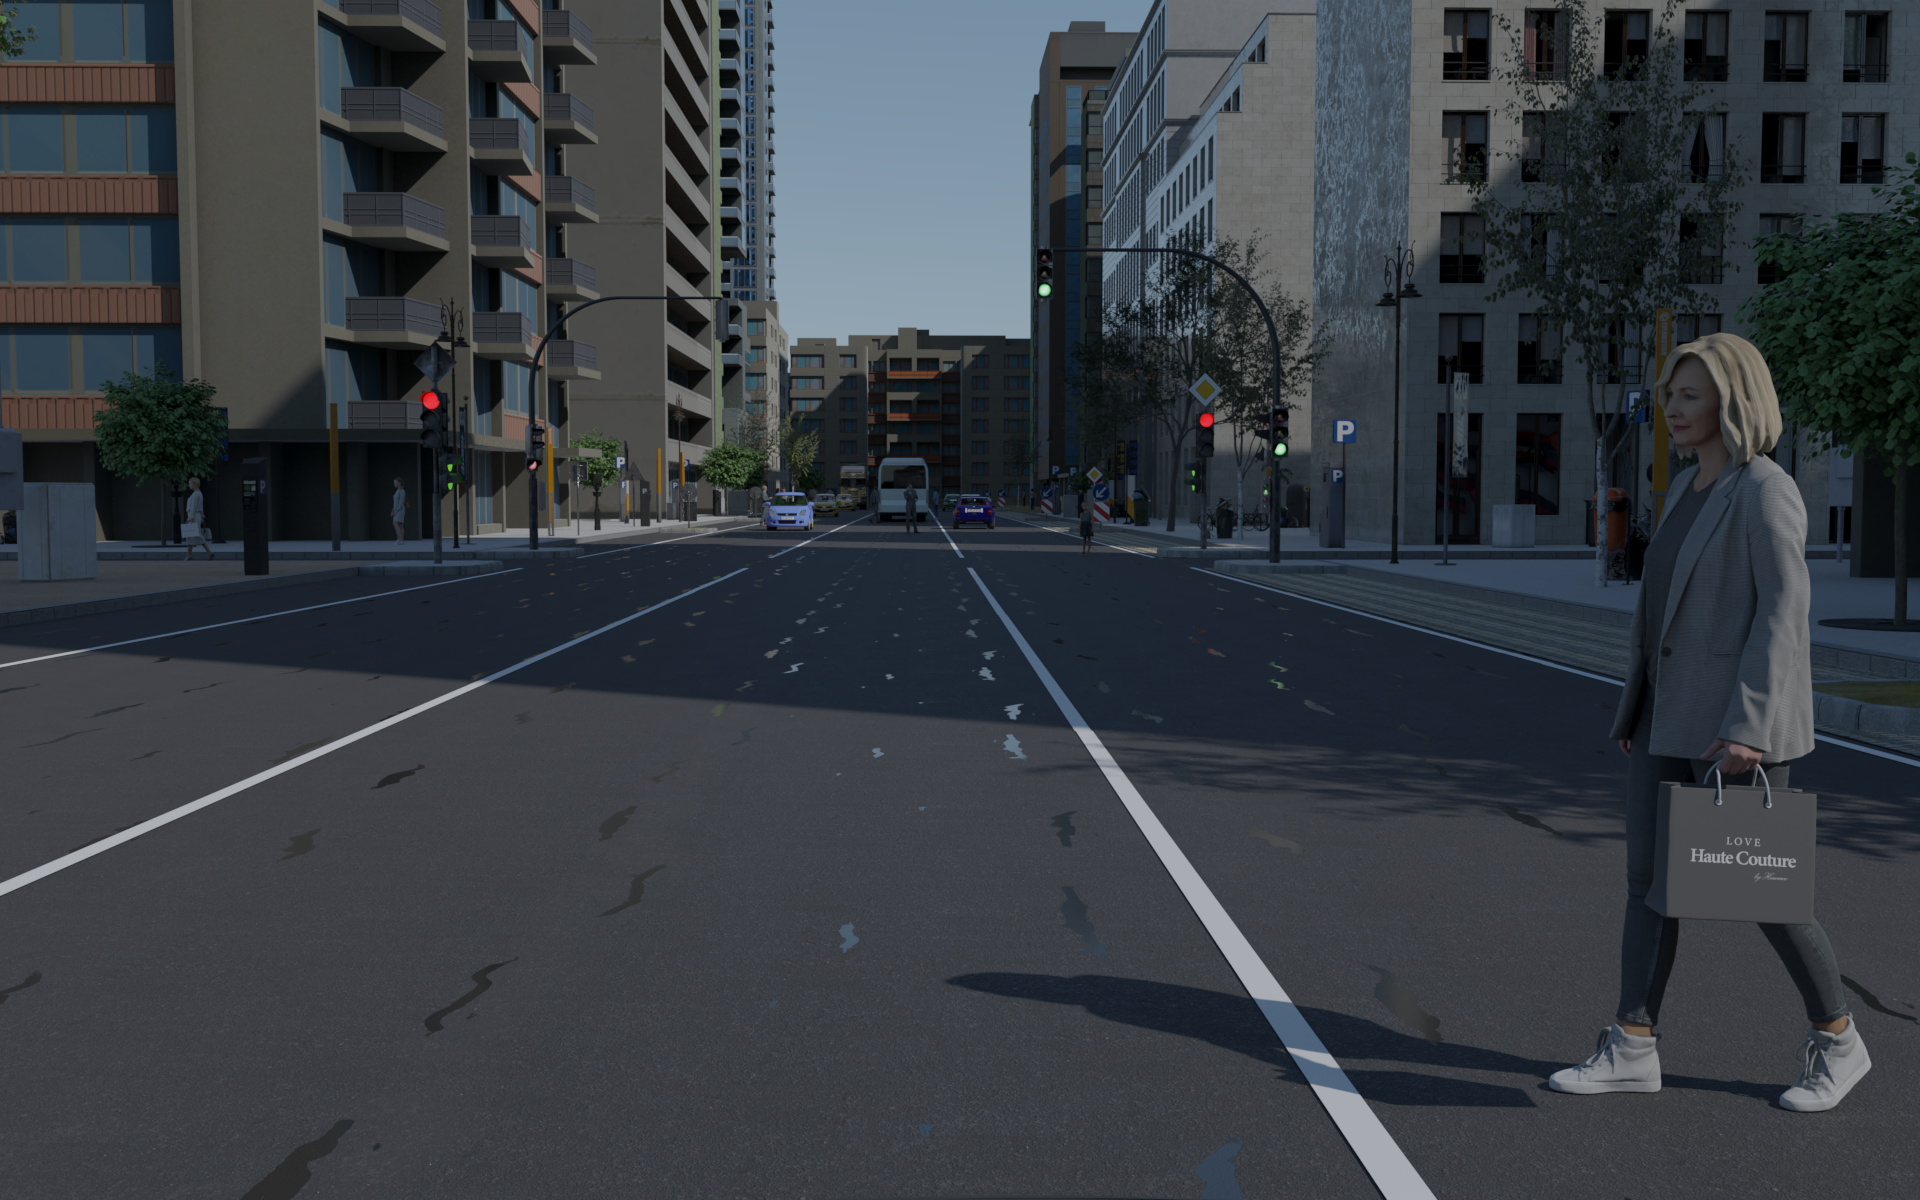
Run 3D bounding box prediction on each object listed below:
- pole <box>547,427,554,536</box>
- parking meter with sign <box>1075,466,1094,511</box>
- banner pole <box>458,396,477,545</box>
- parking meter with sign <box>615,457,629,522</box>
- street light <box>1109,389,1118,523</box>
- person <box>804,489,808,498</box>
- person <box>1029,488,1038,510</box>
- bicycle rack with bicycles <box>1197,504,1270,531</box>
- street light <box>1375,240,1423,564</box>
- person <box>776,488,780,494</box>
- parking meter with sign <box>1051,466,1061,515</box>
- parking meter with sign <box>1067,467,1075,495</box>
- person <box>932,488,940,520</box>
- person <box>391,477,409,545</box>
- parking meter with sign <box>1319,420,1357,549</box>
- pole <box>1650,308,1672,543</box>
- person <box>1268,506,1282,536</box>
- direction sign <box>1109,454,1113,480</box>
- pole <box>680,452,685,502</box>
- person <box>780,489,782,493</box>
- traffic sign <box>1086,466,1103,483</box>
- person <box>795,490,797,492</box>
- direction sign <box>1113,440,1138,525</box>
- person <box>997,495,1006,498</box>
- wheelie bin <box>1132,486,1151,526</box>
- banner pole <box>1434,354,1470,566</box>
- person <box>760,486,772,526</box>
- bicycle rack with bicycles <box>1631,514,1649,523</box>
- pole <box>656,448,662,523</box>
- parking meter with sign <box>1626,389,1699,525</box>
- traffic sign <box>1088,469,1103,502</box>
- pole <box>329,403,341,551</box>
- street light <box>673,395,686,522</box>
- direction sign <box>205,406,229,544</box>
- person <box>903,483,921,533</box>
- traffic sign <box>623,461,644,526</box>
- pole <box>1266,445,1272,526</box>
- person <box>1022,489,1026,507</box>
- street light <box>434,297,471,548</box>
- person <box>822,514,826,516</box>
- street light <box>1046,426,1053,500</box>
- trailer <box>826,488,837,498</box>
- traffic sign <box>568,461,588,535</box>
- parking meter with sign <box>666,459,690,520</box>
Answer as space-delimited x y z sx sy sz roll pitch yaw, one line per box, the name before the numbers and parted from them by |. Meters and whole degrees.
pole | -12.442 -3.594 52.605 0.158 3.312 0.155 0 3 0
parking meter with sign | 8.028 -6.827 107.887 0.543 3.016 1.738 -2 4 -31
banner pole | -12.548 -3.293 43.865 0.401 3.779 0.863 0 4 0
parking meter with sign | -15.558 -5.123 80.015 0.543 3.016 1.738 -1 4 -17
street light | 6.863 -6.351 76.623 0.468 5.910 1.993 0 4 -1
person | -14.801 -9.746 165.532 0.705 1.807 1.348 1 4 16
person | 5.951 -8.192 140.699 0.721 1.736 1.217 -2 4 -35
bicycle rack with bicycles | 9.659 -2.849 59.968 2.925 0.926 2.852 0 4 -7
street light | 8.011 -3.607 31.763 0.468 5.910 1.993 0 4 -1
person | -11.370 -6.126 108.661 0.388 1.821 0.555 -1 4 -8
parking meter with sign | 6.000 -6.794 107.343 0.543 3.016 1.738 0 4 8
parking meter with sign | 7.192 -7.102 112.377 0.543 3.016 1.738 1 4 16
person | -1.337 -5.414 97.282 0.793 1.790 0.793 0 4 -7
person | -14.201 -2.252 43.870 0.522 1.701 0.512 -3 4 -37
parking meter with sign | 8.969 -2.763 41.430 0.543 3.016 1.738 0 4 -2
pole | 7.746 -1.548 19.146 0.158 3.312 0.155 0 3 0
person | 9.605 -2.846 53.150 0.480 1.755 0.524 -3 5 -42
direction sign | 8.673 -6.374 96.217 0.876 3.537 0.379 2 4 34
pole | -13.465 -5.513 83.984 0.158 3.312 0.155 0 3 0
person | -15.841 -9.080 154.510 1.348 1.822 0.705 0 4 4
traffic sign | 6.388 -5.035 82.052 0.795 2.593 0.064 0 4 2
person | -14.068 -8.611 148.303 0.415 1.643 0.593 1 4 10
direction sign | 7.008 -4.936 72.700 0.876 3.537 0.379 0 4 -3
person | 4.463 -10.954 185.876 1.217 1.736 0.721 -2 4 -24
wheelie bin | 7.222 -3.733 68.937 0.693 1.594 0.980 1 4 15
banner pole | 8.941 -2.525 31.302 0.863 3.779 0.401 -3 5 -39
person | -8.649 -4.197 77.304 0.590 1.801 0.661 -1 4 -11
bicycle rack with bicycles | 13.356 -1.128 31.819 2.852 0.926 2.925 2 4 34
pole | -13.421 -5.094 77.129 0.158 3.312 0.155 0 3 0
parking meter with sign | 12.171 -2.019 29.279 1.738 3.016 0.543 -1 4 -12
traffic sign | 6.864 -5.362 87.774 0.768 2.556 0.104 0 4 0
pole | -14.059 -2.758 38.943 0.158 3.312 0.155 0 3 0
street light | -12.844 -6.517 79.337 0.468 5.910 1.993 0 4 -1
direction sign | -19.236 -3.233 44.862 0.379 3.537 0.876 1 4 16
person | -1.735 -3.363 63.294 0.655 1.846 0.447 -2 4 -30
traffic sign | -12.915 -4.193 68.561 0.884 2.594 0.081 0 4 3
pole | 12.234 -4.573 68.610 0.158 3.312 0.155 0 3 0
person | 6.435 -10.322 174.818 0.705 1.823 1.348 0 4 0
street light | -11.924 -4.162 40.830 0.468 5.910 1.993 0 4 -1
person | -8.874 -6.096 112.839 0.362 1.253 0.373 1 4 16
street light | 5.947 -8.671 114.561 0.468 5.910 1.993 0 4 -1
trailer | -12.819 -10.141 172.858 1.471 1.999 3.904 0 4 -2
traffic sign | -11.808 -3.145 53.551 0.606 2.300 0.079 0 4 7
parking meter with sign | -14.039 -5.494 86.087 0.543 3.016 1.738 1 4 16
